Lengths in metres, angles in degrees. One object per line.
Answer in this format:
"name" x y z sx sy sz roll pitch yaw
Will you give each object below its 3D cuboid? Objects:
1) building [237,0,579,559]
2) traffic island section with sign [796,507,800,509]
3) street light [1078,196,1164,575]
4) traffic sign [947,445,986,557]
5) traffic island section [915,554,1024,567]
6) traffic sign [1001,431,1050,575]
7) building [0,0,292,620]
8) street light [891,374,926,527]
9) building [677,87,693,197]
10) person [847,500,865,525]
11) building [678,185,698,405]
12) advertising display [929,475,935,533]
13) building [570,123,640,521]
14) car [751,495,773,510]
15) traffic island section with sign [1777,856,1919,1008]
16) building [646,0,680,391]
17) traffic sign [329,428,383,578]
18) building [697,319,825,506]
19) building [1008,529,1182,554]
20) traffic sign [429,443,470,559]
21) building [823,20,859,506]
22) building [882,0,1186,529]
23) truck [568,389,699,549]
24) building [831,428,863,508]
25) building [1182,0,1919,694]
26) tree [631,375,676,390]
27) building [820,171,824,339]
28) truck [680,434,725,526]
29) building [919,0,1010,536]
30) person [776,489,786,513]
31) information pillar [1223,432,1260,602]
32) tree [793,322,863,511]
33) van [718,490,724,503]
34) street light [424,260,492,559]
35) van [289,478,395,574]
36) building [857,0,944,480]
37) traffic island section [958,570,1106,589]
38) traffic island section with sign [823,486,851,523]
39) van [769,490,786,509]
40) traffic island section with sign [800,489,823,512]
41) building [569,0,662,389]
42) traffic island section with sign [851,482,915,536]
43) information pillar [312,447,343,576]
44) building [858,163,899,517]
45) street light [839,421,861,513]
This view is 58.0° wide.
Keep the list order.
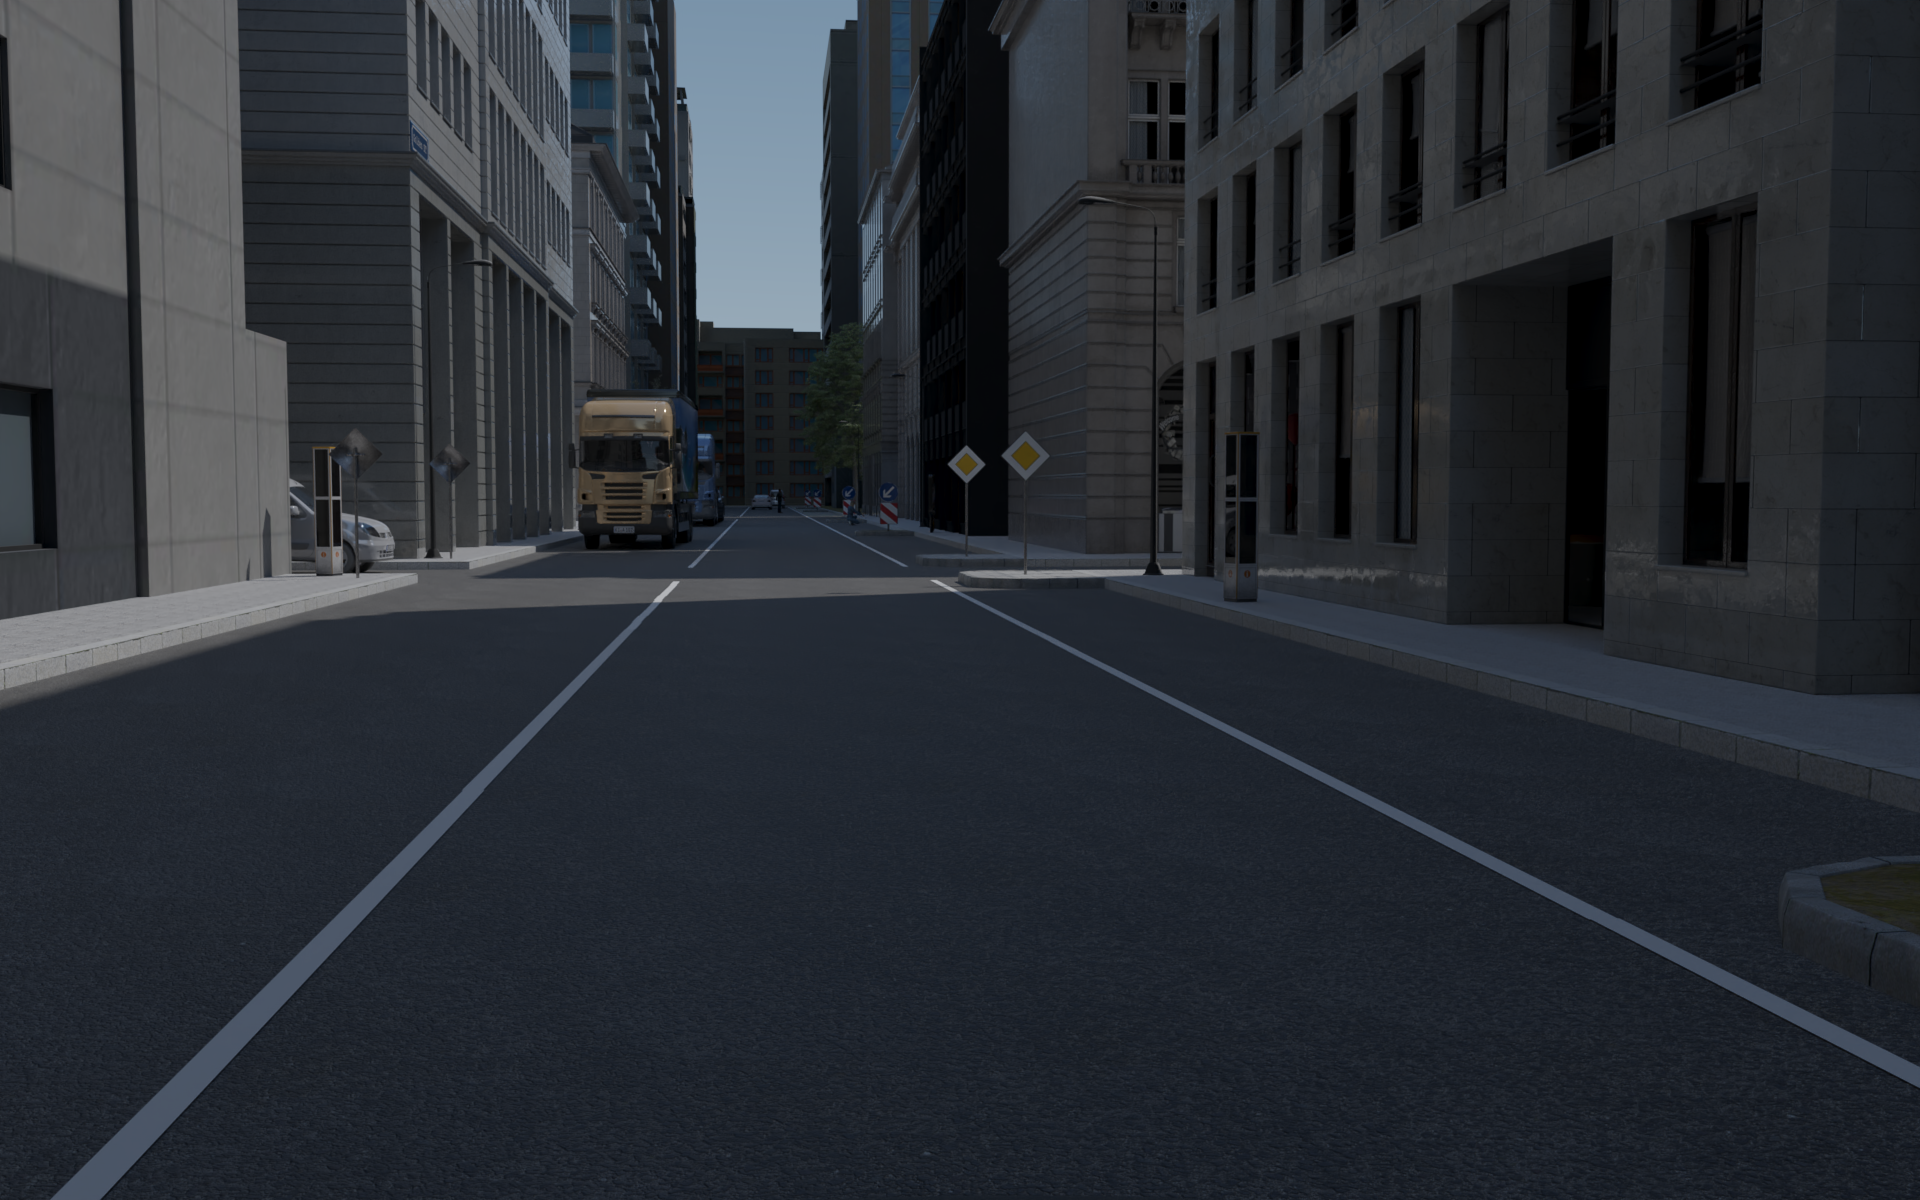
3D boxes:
"building" -17.752 -16.506 47.362 11.434 29.767 29.804 0 4 -6
"traffic island section with sign" -14.579 -9.534 164.504 1.989 1.847 2.006 0 4 -6
"street light" 2.533 -3.347 27.266 1.470 5.913 1.316 0 4 -6
"traffic sign" 0.132 -1.946 35.458 0.795 2.450 0.064 0 4 -6
"traffic island section" 0.154 -0.811 35.538 2.009 0.180 2.903 0 4 -6
"traffic sign" 1.038 -1.461 27.524 0.795 2.450 0.064 0 4 -6
"building" -19.908 -35.250 14.597 20.611 71.187 20.563 0 4 -6
"street light" -1.958 -5.779 67.034 1.470 5.913 1.316 0 4 -6
"building" -34.091 -30.107 175.840 14.086 41.232 14.154 0 4 -6
"person" -4.881 -4.008 79.530 0.738 1.151 1.012 -1 4 -23
"building" -31.727 -23.793 160.716 14.160 30.474 14.107 0 4 -6
"advertising display" -0.931 -3.214 57.766 0.123 1.923 0.974 0 4 5
"building" -21.949 -14.162 82.464 10.553 20.767 40.483 0 4 -6
"car" -18.120 -8.937 158.485 2.083 1.381 4.827 0 4 -6
"traffic island section with sign" 3.635 0.215 5.111 1.989 1.847 2.006 0 4 -6
"building" -30.912 -30.273 145.075 14.600 45.320 14.200 0 4 -6
"traffic sign" -9.192 -1.391 26.381 0.795 2.450 0.064 0 4 -6
"building" -30.983 -22.049 205.534 28.899 21.520 27.650 0 4 -6
"building" 13.483 -12.328 43.367 24.055 21.916 13.314 0 4 -6
"traffic sign" -10.098 -1.876 34.315 0.795 2.450 0.064 0 4 -6
"building" -2.816 -33.772 175.867 21.300 48.544 21.600 0 4 -6
"building" 3.821 -14.642 81.200 13.314 21.916 24.055 0 4 -6
"truck" -8.928 -3.653 48.640 2.839 4.237 11.283 0 4 -5
"building" 0.588 -51.132 148.675 22.319 86.520 31.000 0 4 -6
"building" 9.659 -10.066 19.332 10.420 20.320 16.860 0 4 -6
"tree" -19.252 -9.590 107.165 4.360 8.622 3.978 0 3 0
"building" -8.962 -31.678 201.525 14.086 41.232 14.154 0 4 -6
"truck" -12.816 -5.729 83.423 2.967 4.110 18.799 0 4 -6
"building" 5.424 -14.115 60.461 12.332 23.373 15.834 0 4 -6
"person" -13.610 -7.491 130.995 0.705 1.821 1.348 -3 4 -36
"information pillar" 3.347 -0.986 20.607 0.304 2.012 0.304 -2 4 -23
"tree" -7.349 -12.036 114.912 7.486 12.596 7.792 0 3 0
"van" -21.962 -8.978 153.809 2.013 2.044 4.112 0 4 -8
"street light" -9.971 -3.786 34.435 1.470 5.913 1.316 0 4 -6
"van" -12.281 -1.466 30.978 4.112 2.044 2.013 0 4 -5
"building" -0.141 -29.117 126.166 14.600 45.320 14.200 0 4 -6
"traffic island section" 1.060 -0.326 27.604 2.009 0.180 2.903 0 4 -6
"traffic island section with sign" -5.706 -4.783 86.832 1.989 1.847 2.006 0 4 -6
"van" -18.285 -10.121 172.495 2.013 2.044 4.112 0 4 -7
"traffic island section with sign" -11.417 -7.846 136.914 1.989 1.847 2.006 0 4 -6
"building" -32.900 -30.746 122.304 23.786 49.044 30.456 0 4 -6
"traffic island section with sign" -2.636 -3.143 60.020 1.989 1.847 2.006 0 4 -6
"information pillar" -9.899 -1.384 27.127 0.304 2.012 0.304 1 4 13
"building" -0.609 -15.464 101.982 9.793 20.994 18.267 0 4 -6
"street light" -6.985 -8.422 110.245 1.470 5.913 1.316 0 4 -6
